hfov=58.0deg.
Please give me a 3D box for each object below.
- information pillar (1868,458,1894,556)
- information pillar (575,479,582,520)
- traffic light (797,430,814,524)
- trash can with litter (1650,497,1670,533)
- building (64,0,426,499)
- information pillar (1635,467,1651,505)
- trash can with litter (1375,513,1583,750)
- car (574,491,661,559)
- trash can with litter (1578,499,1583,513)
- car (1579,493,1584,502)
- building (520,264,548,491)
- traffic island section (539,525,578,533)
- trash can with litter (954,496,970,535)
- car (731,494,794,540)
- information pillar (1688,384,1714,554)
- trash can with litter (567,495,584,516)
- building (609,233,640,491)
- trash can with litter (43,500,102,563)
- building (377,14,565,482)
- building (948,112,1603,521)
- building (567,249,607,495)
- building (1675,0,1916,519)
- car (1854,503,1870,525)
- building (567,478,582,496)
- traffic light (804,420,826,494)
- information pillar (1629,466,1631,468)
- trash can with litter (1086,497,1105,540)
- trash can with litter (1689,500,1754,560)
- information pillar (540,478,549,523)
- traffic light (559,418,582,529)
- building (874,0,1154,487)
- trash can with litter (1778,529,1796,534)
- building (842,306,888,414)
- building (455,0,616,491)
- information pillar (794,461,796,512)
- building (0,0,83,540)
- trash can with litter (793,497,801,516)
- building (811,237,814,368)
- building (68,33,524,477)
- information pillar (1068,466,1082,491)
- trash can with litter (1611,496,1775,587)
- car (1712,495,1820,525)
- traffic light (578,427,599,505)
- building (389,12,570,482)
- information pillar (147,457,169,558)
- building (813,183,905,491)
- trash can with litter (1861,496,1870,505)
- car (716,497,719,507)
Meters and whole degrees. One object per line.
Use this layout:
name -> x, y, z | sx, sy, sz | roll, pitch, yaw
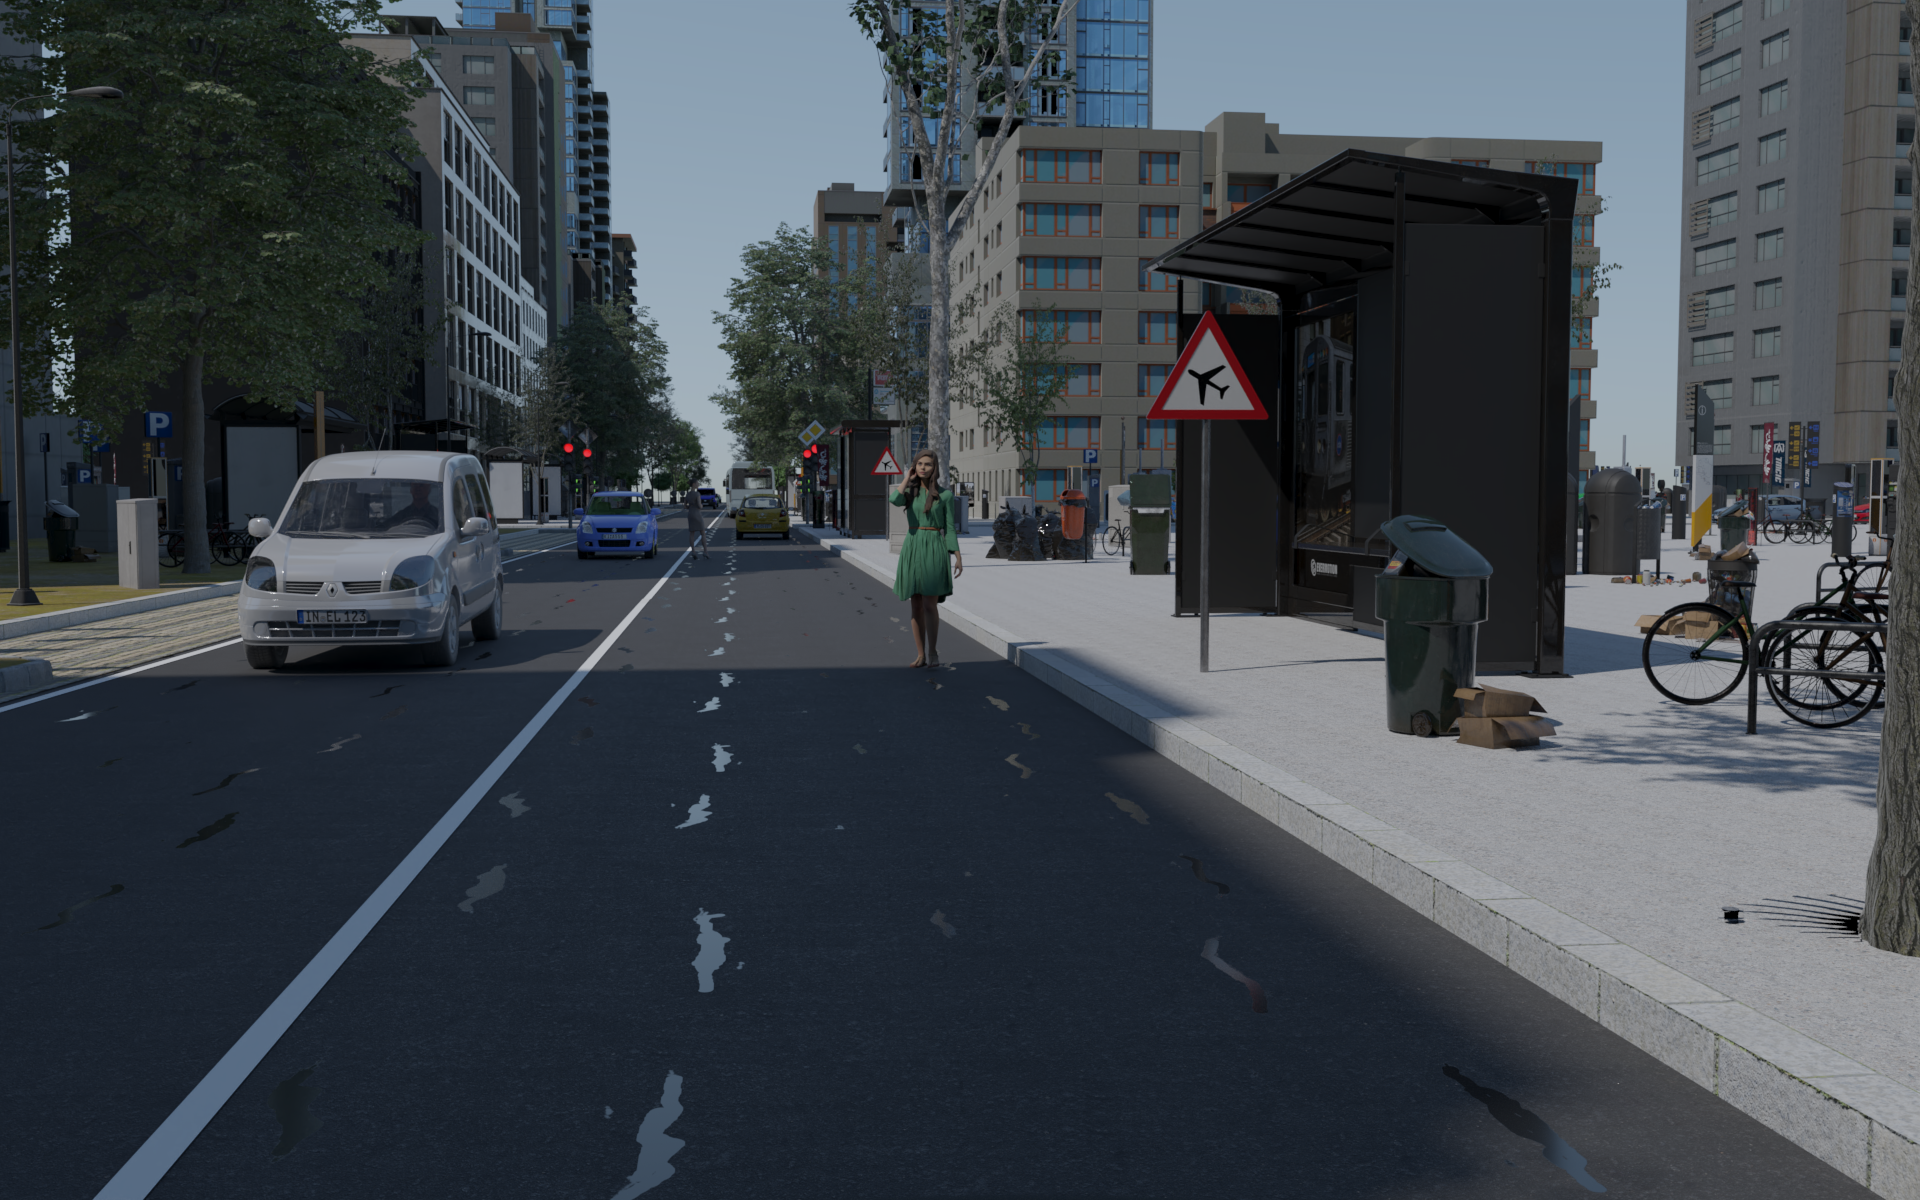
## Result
information pillar -> 19.007, -1.911, 35.743 | 0.304, 2.012, 0.304 | -1, 4, -19
information pillar -> -19.017, -5.003, 86.285 | 0.304, 2.012, 0.304 | -1, 4, -18
traffic light -> -6.486, -5.163, 73.329 | 0.839, 4.253, 0.868 | 0, 4, -7
trash can with litter -> 23.057, -2.795, 57.080 | 0.624, 1.170, 1.055 | 2, 4, 23
building -> -34.068, -15.611, 84.925 | 12.332, 23.373, 15.834 | 0, 4, -7
information pillar -> 18.756, -2.638, 47.620 | 0.304, 2.012, 0.304 | -1, 4, -16
trash can with litter -> 2.689, 0.138, 9.129 | 0.624, 1.170, 1.055 | -2, 4, -29
car -> -7.790, -1.830, 39.506 | 1.945, 1.707, 3.694 | -1, 4, -8
trash can with litter -> 22.586, -3.165, 63.127 | 1.055, 1.170, 0.624 | -1, 4, -17
car -> 27.059, -3.953, 73.424 | 4.718, 1.807, 1.959 | -1, 4, -9
building -> -38.612, -17.198, 135.937 | 10.420, 20.320, 16.860 | 0, 4, -7
traffic island section -> -14.499, -2.575, 64.376 | 2.009, 0.180, 2.903 | 0, 4, -7
trash can with litter -> -0.522, -2.705, 55.278 | 2.233, 1.210, 1.678 | -3, 5, -45
car -> -6.348, -2.782, 55.705 | 2.015, 1.641, 3.980 | 0, 4, -6
information pillar -> 15.820, -2.786, 36.913 | 0.504, 3.616, 0.183 | -1, 4, -22
trash can with litter -> -22.631, -5.462, 100.357 | 1.678, 1.210, 2.233 | 0, 4, 3
building -> -63.704, -38.288, 280.634 | 22.147, 44.769, 28.867 | 0, 4, -7
trash can with litter -> -16.730, -1.303, 32.698 | 1.055, 1.170, 0.624 | 1, 4, 13
building -> -42.706, -28.631, 151.707 | 14.154, 41.232, 14.086 | 0, 4, -7
building -> 15.364, -15.415, 97.075 | 28.899, 21.520, 27.650 | 0, 4, -7
building -> -49.374, -26.461, 204.341 | 14.160, 30.474, 14.107 | 0, 4, -7
building -> 48.876, -25.029, 92.813 | 14.086, 41.232, 14.154 | 0, 4, -7
car -> 40.803, -4.048, 75.227 | 4.494, 1.783, 2.155 | 0, 4, -7
building -> -56.504, -30.064, 183.426 | 32.217, 40.220, 23.993 | 0, 4, -7
traffic light -> -5.472, -4.678, 65.408 | 0.839, 4.253, 0.868 | 0, 4, -7
information pillar -> 54.527, -9.179, 141.435 | 0.504, 3.616, 0.183 | 0, 4, 5
trash can with litter -> 3.386, -2.297, 48.621 | 1.678, 1.210, 2.233 | -2, 4, -24
trash can with litter -> 14.710, -1.349, 33.448 | 1.055, 1.170, 0.624 | 0, 4, 6
information pillar -> -18.513, -4.439, 77.075 | 0.304, 2.012, 0.304 | 2, 4, 25
traffic light -> -14.458, -4.607, 64.246 | 0.839, 4.253, 0.868 | 0, 4, -7
building -> 2.777, -50.164, 132.860 | 22.319, 86.520, 31.000 | 0, 4, -7
trash can with litter -> 26.228, -2.777, 56.458 | 1.678, 1.210, 2.233 | -1, 4, -16
building -> 2.921, -20.215, 175.547 | 27.650, 21.520, 28.899 | 0, 4, -7
building -> -60.423, -57.296, 249.455 | 22.319, 86.520, 31.000 | 0, 4, -7
information pillar -> -11.516, -7.912, 120.721 | 0.183, 3.616, 0.504 | 0, 4, 1
building -> -36.119, -36.820, 40.264 | 20.611, 71.187, 20.563 | 0, 4, -7
trash can with litter -> -8.889, -5.522, 101.342 | 2.233, 1.210, 1.678 | 0, 4, 2
building -> -16.811, -36.301, 277.111 | 14.154, 41.232, 14.086 | 0, 4, -7
building -> -39.774, -18.680, 109.937 | 19.350, 26.468, 34.151 | 0, 4, -7
information pillar -> 3.004, -2.498, 45.326 | 0.304, 2.012, 0.304 | -1, 4, -17
trash can with litter -> 10.257, -0.851, 24.964 | 2.233, 1.210, 1.678 | -2, 4, -29
car -> 34.580, -3.812, 74.322 | 4.499, 1.417, 2.014 | 0, 4, -8
traffic light -> -15.472, -5.092, 72.167 | 0.839, 4.253, 0.868 | 0, 4, -7
building -> -45.197, -31.522, 165.496 | 14.600, 45.320, 14.200 | 0, 4, -7
information pillar -> -16.144, -1.859, 34.884 | 0.304, 2.012, 0.304 | -3, 4, -37
building -> -13.744, -36.626, 248.951 | 14.600, 45.320, 14.200 | 0, 4, -7
trash can with litter -> 54.182, -5.789, 105.714 | 1.678, 1.210, 2.233 | -1, 4, -17
car -> -27.576, -11.165, 191.338 | 1.959, 1.807, 4.718 | -1, 4, -8
